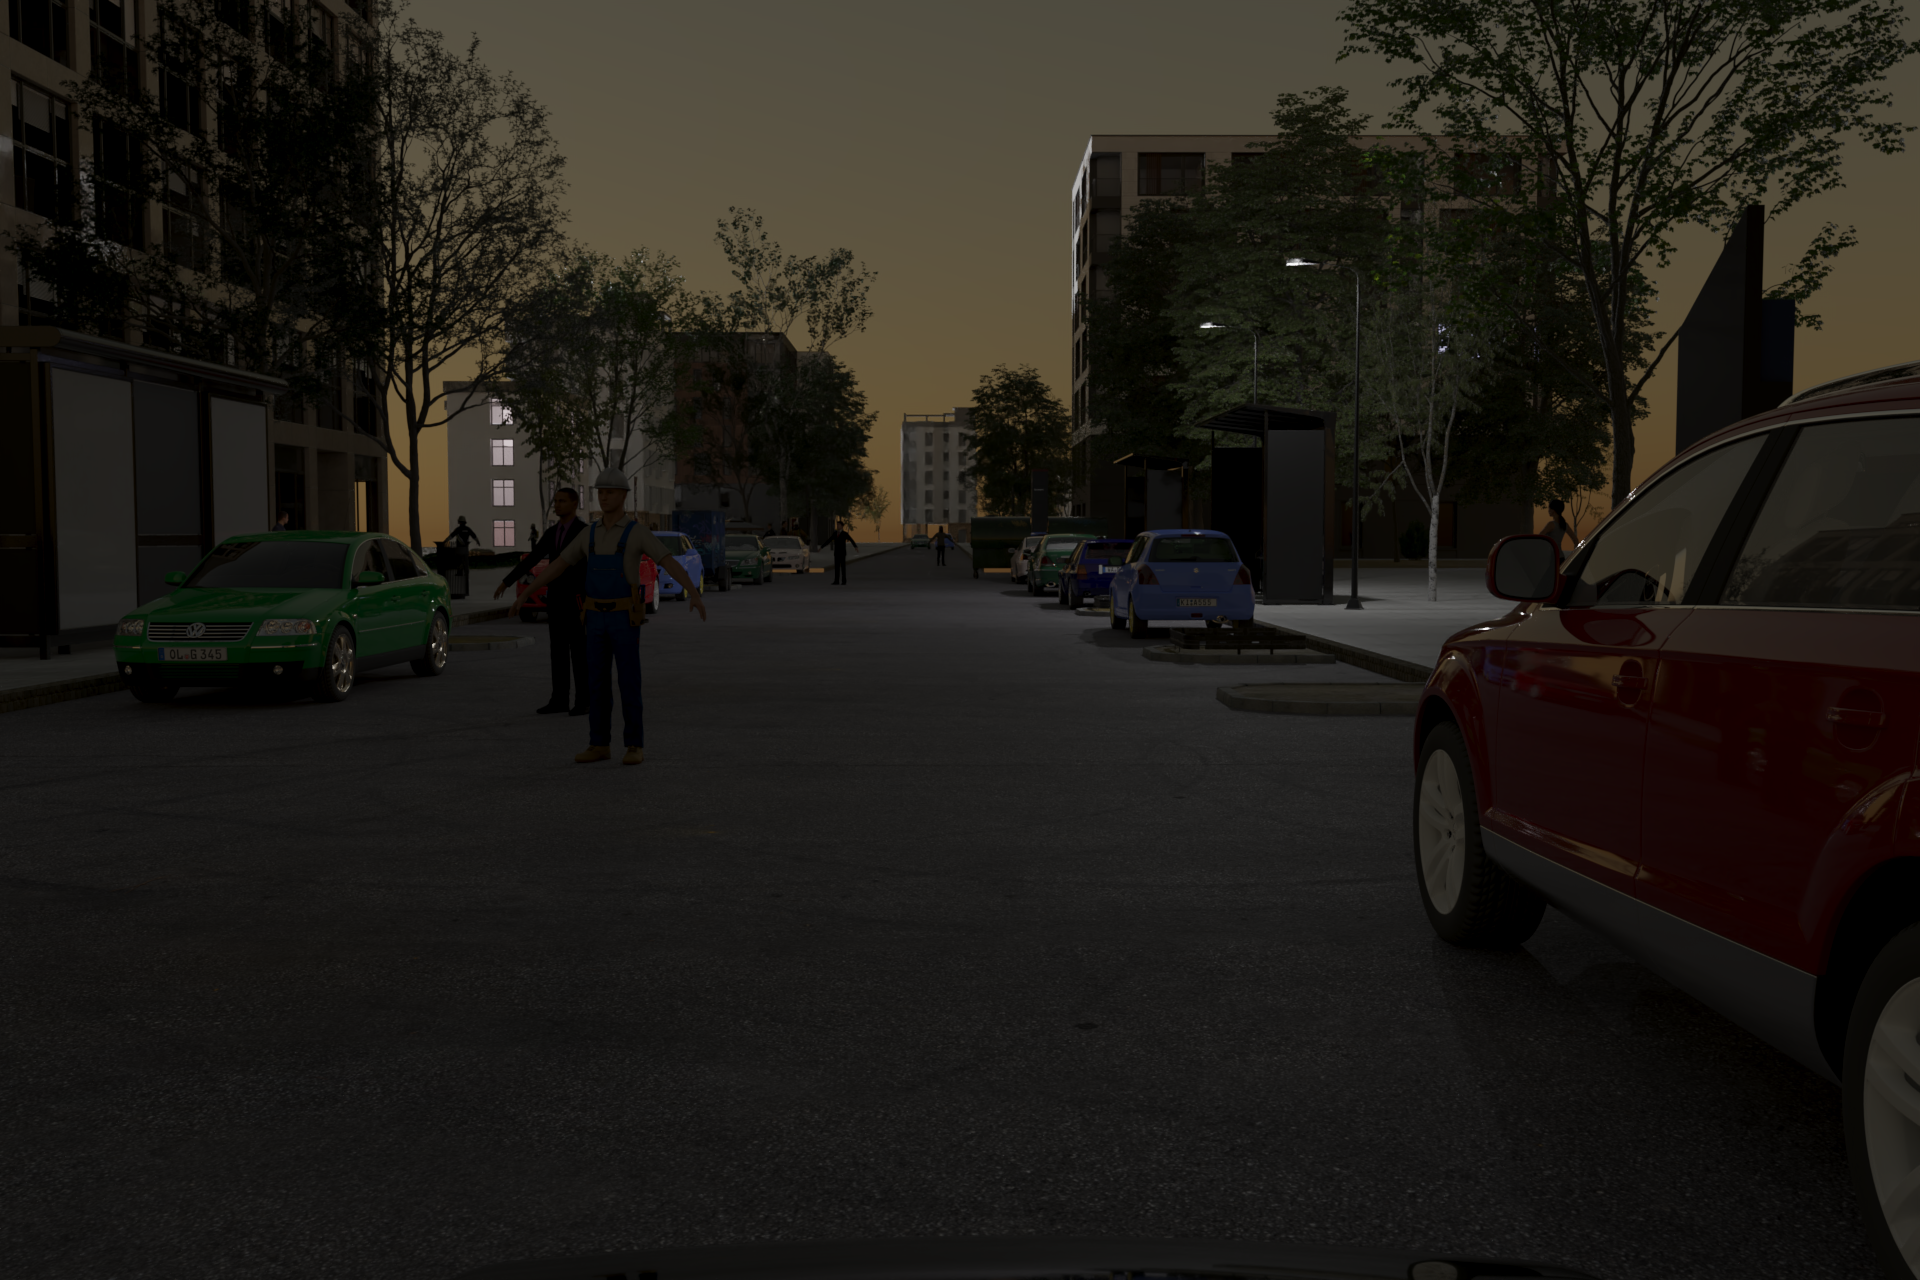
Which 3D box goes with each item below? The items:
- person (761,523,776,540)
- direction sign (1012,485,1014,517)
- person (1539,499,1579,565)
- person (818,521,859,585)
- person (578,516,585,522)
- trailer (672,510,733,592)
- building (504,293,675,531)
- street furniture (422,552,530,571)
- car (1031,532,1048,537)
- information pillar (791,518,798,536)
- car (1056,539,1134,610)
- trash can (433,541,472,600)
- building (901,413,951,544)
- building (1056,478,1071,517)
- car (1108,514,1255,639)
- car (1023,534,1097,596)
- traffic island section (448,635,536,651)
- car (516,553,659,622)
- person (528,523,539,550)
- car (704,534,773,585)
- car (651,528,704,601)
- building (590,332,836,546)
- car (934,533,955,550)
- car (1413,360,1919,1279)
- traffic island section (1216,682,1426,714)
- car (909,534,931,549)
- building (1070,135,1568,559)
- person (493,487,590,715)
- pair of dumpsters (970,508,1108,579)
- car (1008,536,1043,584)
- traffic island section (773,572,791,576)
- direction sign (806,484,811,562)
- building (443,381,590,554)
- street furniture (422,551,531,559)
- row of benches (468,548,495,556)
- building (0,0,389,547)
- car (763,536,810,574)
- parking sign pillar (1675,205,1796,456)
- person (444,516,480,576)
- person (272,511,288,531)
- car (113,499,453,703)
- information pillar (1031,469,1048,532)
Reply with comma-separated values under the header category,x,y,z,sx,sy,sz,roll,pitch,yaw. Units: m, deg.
category,x,y,z,sx,sy,sz,roll,pitch,yaw
person,-9.458,-4.892,85.914,0.705,1.837,1.347,-3,5,-42
direction sign,2.483,-5.453,81.151,0.379,3.537,0.876,0,4,-2
person,7.685,-0.966,22.598,1.217,1.737,0.721,-2,4,-31
person,-3.398,-2.458,48.834,1.347,1.806,0.705,2,4,28
person,-7.201,-1.475,33.043,1.216,1.772,0.721,-3,4,-38
trailer,-6.485,-2.174,42.592,1.471,1.999,3.904,0,4,-1
building,-29.472,-17.132,136.523,16.016,20.090,11.380,0,4,-1
street furniture,-17.270,-3.049,65.472,5.734,0.657,10.072,0,4,1
car,2.743,-3.041,59.311,1.945,1.707,3.694,0,4,-1
information pillar,-7.378,-4.445,77.171,0.304,2.012,0.304,0,4,1
car,2.903,-1.321,34.186,1.945,1.354,3.894,0,4,-1
trash can,-9.986,-1.373,34.108,0.748,1.137,0.748,0,3,0
building,-8.465,-24.598,261.058,11.380,20.090,16.016,0,4,-8
building,18.266,-17.713,231.759,9.099,9.664,28.070,0,4,-1
car,3.140,-0.944,25.033,1.945,1.707,3.694,0,4,-1
car,2.580,-1.803,41.270,2.131,1.459,4.920,0,4,0
traffic island section,-6.548,0.043,22.170,1.991,0.108,1.994,0,4,0
car,-6.325,-1.263,29.694,2.155,1.783,4.494,0,4,-1
person,-22.846,-5.314,92.662,0.705,1.856,1.354,0,4,0
car,-6.479,-2.344,50.124,2.131,1.459,4.920,0,4,-1
car,-6.670,-1.736,37.977,1.945,1.707,3.694,0,4,-1
building,-28.645,-21.246,191.344,27.936,21.610,32.646,0,4,-1
car,-1.393,-9.022,157.098,1.945,1.707,3.694,0,4,-2
car,2.687,0.259,4.432,2.281,1.827,5.304,0,3,0
traffic island section,3.235,0.494,14.783,1.991,0.108,1.994,0,4,0
car,-3.681,-9.257,163.143,2.131,1.459,4.920,0,3,0
building,20.551,-15.986,105.343,27.936,21.610,32.646,0,4,0
person,-3.138,-0.313,13.795,1.346,1.802,0.704,2,4,28
pair of dumpsters,2.528,-3.099,55.626,4.436,2.255,1.574,0,3,0
car,2.484,-2.346,50.717,2.083,1.381,4.827,0,4,-1
traffic island section,-6.914,-2.291,60.317,1.991,0.108,1.994,0,3,0
direction sign,-6.933,-5.300,78.647,0.379,3.537,0.876,0,3,0
building,-27.797,-10.209,109.068,9.099,9.664,28.070,0,4,-1
street furniture,-19.909,-4.012,81.221,10.072,0.657,5.734,2,4,25
row of benches,-20.567,-3.603,74.369,1.422,0.672,4.104,-1,4,-22
building,-30.637,-14.896,46.752,19.351,26.588,34.151,0,4,-1
car,-6.560,-3.149,63.847,2.083,1.381,4.827,0,4,-1
parking sign pillar,6.635,-1.618,14.919,1.447,3.967,1.447,0,4,0
person,-15.242,-2.883,53.001,0.704,1.845,1.351,3,5,42
person,-12.603,-1.542,32.169,0.530,1.710,0.541,0,4,5
car,-6.134,-0.449,16.139,1.959,1.807,4.718,0,3,0
information pillar,3.191,-4.891,69.353,0.750,3.857,0.750,0,4,-1
